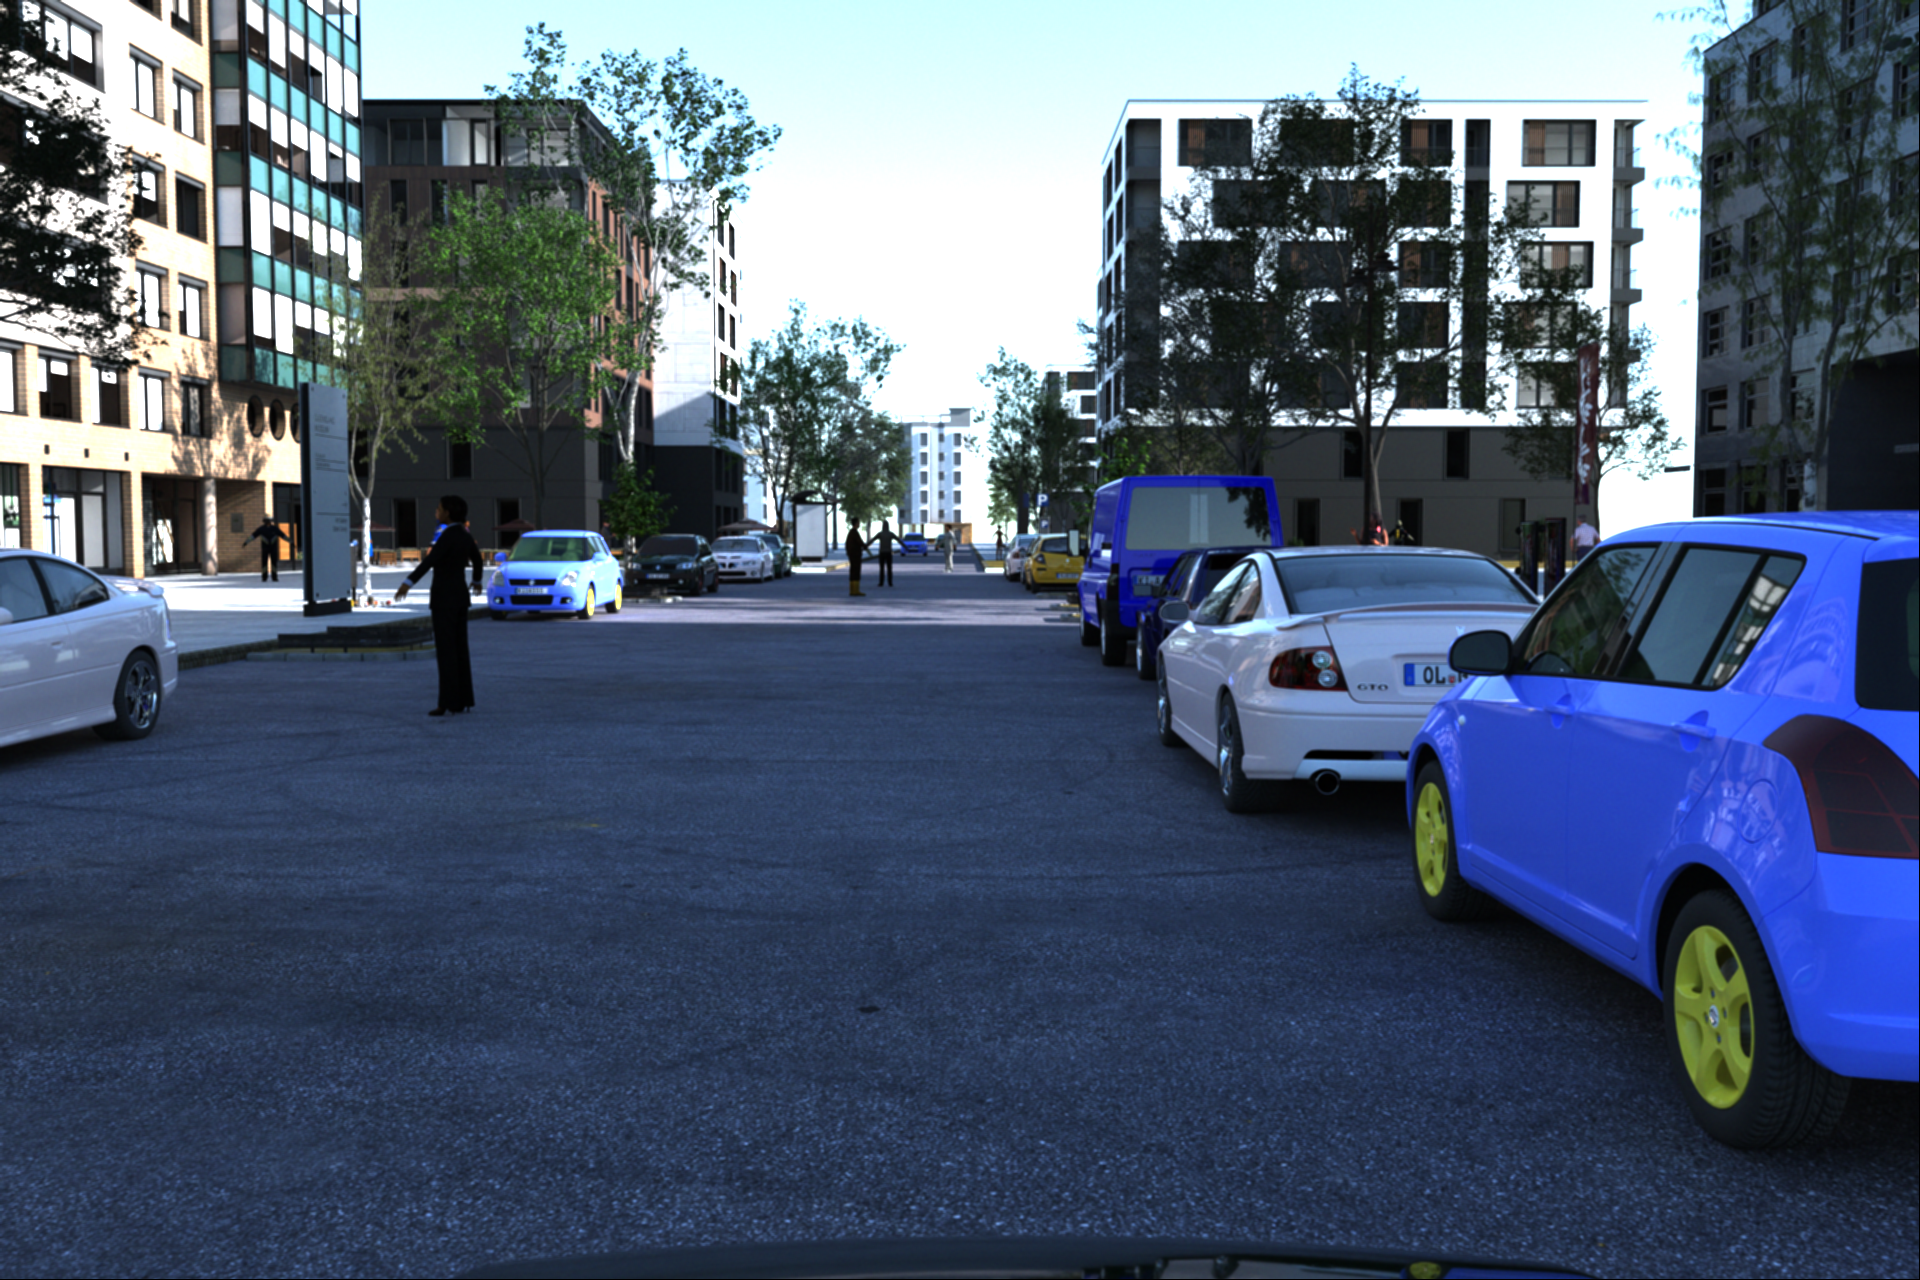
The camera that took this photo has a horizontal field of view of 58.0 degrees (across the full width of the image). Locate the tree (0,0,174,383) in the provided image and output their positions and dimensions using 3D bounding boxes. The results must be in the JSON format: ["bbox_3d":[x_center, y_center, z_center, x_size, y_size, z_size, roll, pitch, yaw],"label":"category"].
[{"bbox_3d":[-13.109,-5.266,20.509,7.601,10.594,8.767,0,4,-8],"label":"tree"}]

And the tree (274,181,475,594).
[{"bbox_3d":[-12.754,-5.273,36.576,4.360,8.622,3.978,0,3,0],"label":"tree"}]

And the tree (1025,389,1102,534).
[{"bbox_3d":[5.284,-8.434,88.255,4.360,8.622,3.978,0,3,0],"label":"tree"}]

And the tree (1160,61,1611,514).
[{"bbox_3d":[8.175,-6.068,33.623,8.767,10.594,7.601,0,4,5],"label":"tree"}]

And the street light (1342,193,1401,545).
[{"bbox_3d":[5.646,-3.129,23.940,0.468,5.910,1.993,0,4,0],"label":"street light"}]

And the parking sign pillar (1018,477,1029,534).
[{"bbox_3d":[3.026,-5.769,82.788,1.447,3.967,1.447,0,4,-2],"label":"parking sign pillar"}]

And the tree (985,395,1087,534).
[{"bbox_3d":[5.894,-12.570,131.274,9.928,11.665,9.643,0,3,0],"label":"tree"}]

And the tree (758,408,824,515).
[{"bbox_3d":[-9.416,-9.155,100.051,4.360,8.622,3.978,0,3,0],"label":"tree"}]

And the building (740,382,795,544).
[{"bbox_3d":[-26.970,-22.019,216.436,16.016,20.090,11.380,0,4,1],"label":"building"}]

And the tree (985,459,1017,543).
[{"bbox_3d":[7.338,-20.825,258.616,7.486,12.596,7.792,0,3,0],"label":"tree"}]

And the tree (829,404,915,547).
[{"bbox_3d":[-9.076,-16.185,171.284,9.857,13.997,8.962,0,3,0],"label":"tree"}]

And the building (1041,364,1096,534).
[{"bbox_3d":[24.343,-23.273,224.494,27.936,21.610,32.646,0,4,0],"label":"building"}]

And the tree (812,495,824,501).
[{"bbox_3d":[-21.606,-18.925,259.780,4.360,8.622,3.978,0,3,0],"label":"tree"}]

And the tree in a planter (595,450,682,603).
[{"bbox_3d":[-6.986,-2.418,36.763,1.991,3.239,1.994,0,4,1],"label":"tree in a planter"}]

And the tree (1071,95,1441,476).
[{"bbox_3d":[8.301,-8.511,49.523,12.009,13.543,11.850,0,3,0],"label":"tree"}]

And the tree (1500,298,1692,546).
[{"bbox_3d":[25.011,-8.200,68.480,7.601,10.594,8.767,0,4,7],"label":"tree"}]

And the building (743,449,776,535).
[{"bbox_3d":[-24.147,-14.843,184.836,9.099,9.664,28.070,0,4,-1],"label":"building"}]

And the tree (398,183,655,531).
[{"bbox_3d":[-12.678,-7.707,51.758,9.928,11.665,9.643,0,3,0],"label":"tree"}]

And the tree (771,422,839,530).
[{"bbox_3d":[-9.112,-9.628,107.777,4.360,8.622,3.978,0,3,0],"label":"tree"}]

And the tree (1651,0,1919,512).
[{"bbox_3d":[8.675,-4.136,17.978,4.360,8.622,3.978,0,3,0],"label":"tree"}]

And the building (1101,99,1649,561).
[{"bbox_3d":[21.737,-15.548,98.192,27.936,21.610,32.646,0,4,0],"label":"building"}]

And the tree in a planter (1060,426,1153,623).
[{"bbox_3d":[2.664,-1.919,28.595,1.991,3.239,1.994,0,4,1],"label":"tree in a planter"}]

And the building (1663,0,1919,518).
[{"bbox_3d":[28.707,-13.843,44.743,11.959,24.771,22.079,0,4,0],"label":"building"}]

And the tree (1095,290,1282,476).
[{"bbox_3d":[8.560,-7.929,64.055,7.601,10.594,8.767,-2,4,-25],"label":"tree"}]

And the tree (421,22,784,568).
[{"bbox_3d":[-13.380,-12.804,65.235,12.611,20.169,13.585,0,3,0],"label":"tree"}]

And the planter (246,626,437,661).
[{"bbox_3d":[-7.055,0.041,20.470,1.991,0.319,1.994,0,4,0],"label":"planter"}]

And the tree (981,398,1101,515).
[{"bbox_3d":[5.572,-11.317,119.445,8.767,10.594,7.601,0,4,3],"label":"tree"}]

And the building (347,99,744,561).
[{"bbox_3d":[-28.269,-15.538,98.021,27.936,21.610,32.646,0,3,0],"label":"building"}]

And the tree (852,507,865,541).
[{"bbox_3d":[-14.439,-18.673,255.671,4.737,8.622,4.395,0,3,0],"label":"tree"}]

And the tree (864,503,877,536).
[{"bbox_3d":[-14.328,-19.060,261.996,4.737,8.622,4.395,0,3,0],"label":"tree"}]

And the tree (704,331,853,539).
[{"bbox_3d":[-9.383,-10.023,89.636,9.928,11.665,9.643,0,3,0],"label":"tree"}]

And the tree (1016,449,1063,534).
[{"bbox_3d":[6.051,-11.796,143.227,4.360,8.622,3.978,0,3,0],"label":"tree"}]

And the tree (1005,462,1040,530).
[{"bbox_3d":[5.755,-12.737,158.613,4.360,8.622,3.978,0,3,0],"label":"tree"}]

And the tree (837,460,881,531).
[{"bbox_3d":[-9.627,-12.813,159.859,4.737,8.622,4.395,0,3,0],"label":"tree"}]

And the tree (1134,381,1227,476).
[{"bbox_3d":[9.089,-7.615,74.873,4.360,8.622,3.978,0,3,0],"label":"tree"}]

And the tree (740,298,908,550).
[{"bbox_3d":[-10.921,-17.328,139.207,12.611,20.169,13.585,0,3,0],"label":"tree"}]

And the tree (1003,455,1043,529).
[{"bbox_3d":[5.672,-12.276,151.080,4.737,8.622,4.395,0,3,0],"label":"tree"}]

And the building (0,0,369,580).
[{"bbox_3d":[-32.706,-14.459,42.971,21.656,26.213,47.522,0,4,1],"label":"building"}]

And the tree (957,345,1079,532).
[{"bbox_3d":[5.920,-19.337,172.053,12.611,20.169,13.585,0,3,0],"label":"tree"}]

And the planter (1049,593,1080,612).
[{"bbox_3d":[2.703,-0.709,32.734,1.991,0.319,1.994,0,4,-1],"label":"planter"}]

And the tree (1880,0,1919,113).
[{"bbox_3d":[8.497,-6.184,7.764,9.857,13.997,8.962,0,3,0],"label":"tree"}]

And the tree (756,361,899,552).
[{"bbox_3d":[-9.326,-12.923,121.657,12.009,13.543,11.850,0,3,0],"label":"tree"}]

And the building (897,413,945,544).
[{"bbox_3d":[-9.254,-24.700,262.715,11.380,20.090,16.016,0,4,6],"label":"building"}]

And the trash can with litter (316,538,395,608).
[{"bbox_3d":[-10.741,-1.227,31.114,1.678,1.210,2.233,0,4,-1],"label":"trash can with litter"}]

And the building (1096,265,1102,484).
[{"bbox_3d":[24.665,-18.048,139.064,27.936,21.610,32.646,0,3,0],"label":"building"}]
